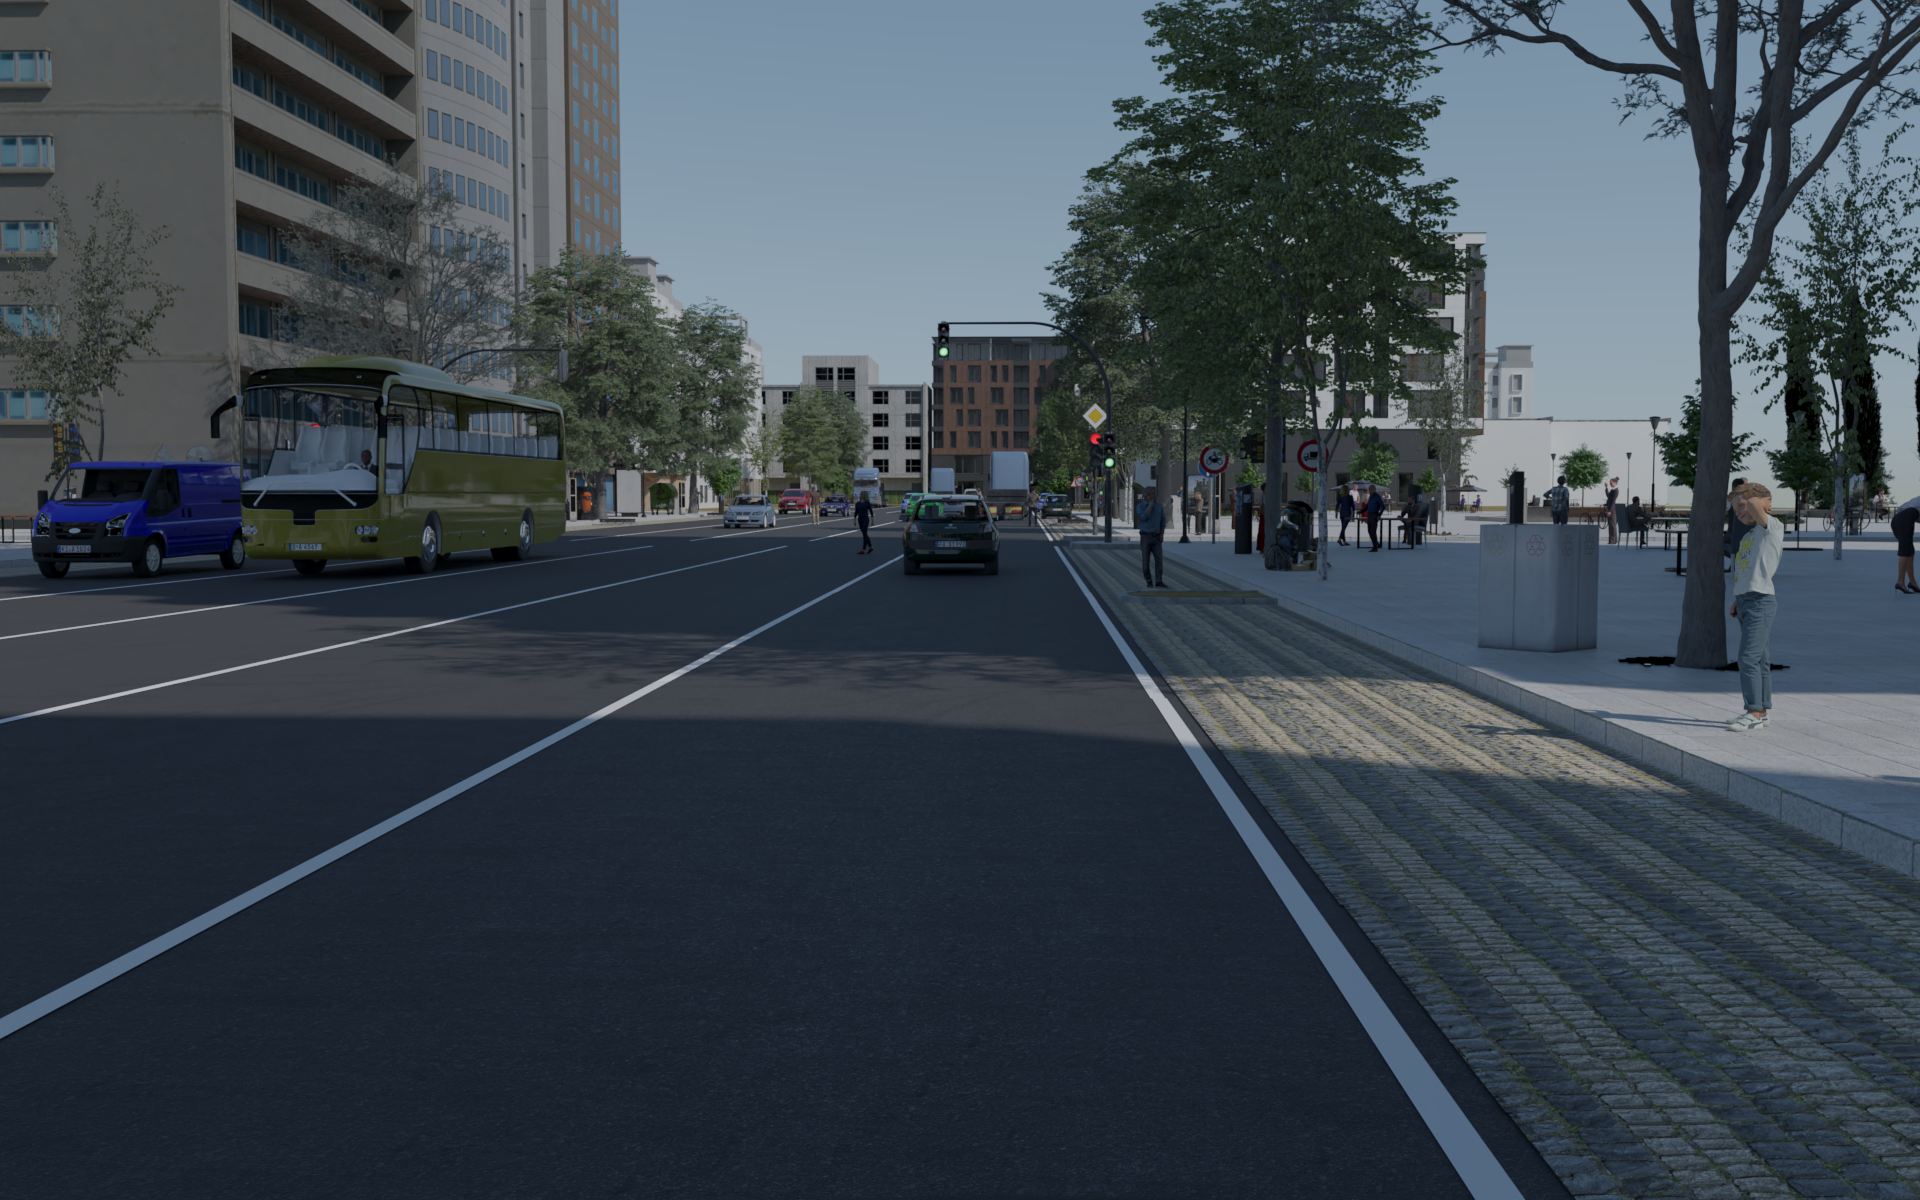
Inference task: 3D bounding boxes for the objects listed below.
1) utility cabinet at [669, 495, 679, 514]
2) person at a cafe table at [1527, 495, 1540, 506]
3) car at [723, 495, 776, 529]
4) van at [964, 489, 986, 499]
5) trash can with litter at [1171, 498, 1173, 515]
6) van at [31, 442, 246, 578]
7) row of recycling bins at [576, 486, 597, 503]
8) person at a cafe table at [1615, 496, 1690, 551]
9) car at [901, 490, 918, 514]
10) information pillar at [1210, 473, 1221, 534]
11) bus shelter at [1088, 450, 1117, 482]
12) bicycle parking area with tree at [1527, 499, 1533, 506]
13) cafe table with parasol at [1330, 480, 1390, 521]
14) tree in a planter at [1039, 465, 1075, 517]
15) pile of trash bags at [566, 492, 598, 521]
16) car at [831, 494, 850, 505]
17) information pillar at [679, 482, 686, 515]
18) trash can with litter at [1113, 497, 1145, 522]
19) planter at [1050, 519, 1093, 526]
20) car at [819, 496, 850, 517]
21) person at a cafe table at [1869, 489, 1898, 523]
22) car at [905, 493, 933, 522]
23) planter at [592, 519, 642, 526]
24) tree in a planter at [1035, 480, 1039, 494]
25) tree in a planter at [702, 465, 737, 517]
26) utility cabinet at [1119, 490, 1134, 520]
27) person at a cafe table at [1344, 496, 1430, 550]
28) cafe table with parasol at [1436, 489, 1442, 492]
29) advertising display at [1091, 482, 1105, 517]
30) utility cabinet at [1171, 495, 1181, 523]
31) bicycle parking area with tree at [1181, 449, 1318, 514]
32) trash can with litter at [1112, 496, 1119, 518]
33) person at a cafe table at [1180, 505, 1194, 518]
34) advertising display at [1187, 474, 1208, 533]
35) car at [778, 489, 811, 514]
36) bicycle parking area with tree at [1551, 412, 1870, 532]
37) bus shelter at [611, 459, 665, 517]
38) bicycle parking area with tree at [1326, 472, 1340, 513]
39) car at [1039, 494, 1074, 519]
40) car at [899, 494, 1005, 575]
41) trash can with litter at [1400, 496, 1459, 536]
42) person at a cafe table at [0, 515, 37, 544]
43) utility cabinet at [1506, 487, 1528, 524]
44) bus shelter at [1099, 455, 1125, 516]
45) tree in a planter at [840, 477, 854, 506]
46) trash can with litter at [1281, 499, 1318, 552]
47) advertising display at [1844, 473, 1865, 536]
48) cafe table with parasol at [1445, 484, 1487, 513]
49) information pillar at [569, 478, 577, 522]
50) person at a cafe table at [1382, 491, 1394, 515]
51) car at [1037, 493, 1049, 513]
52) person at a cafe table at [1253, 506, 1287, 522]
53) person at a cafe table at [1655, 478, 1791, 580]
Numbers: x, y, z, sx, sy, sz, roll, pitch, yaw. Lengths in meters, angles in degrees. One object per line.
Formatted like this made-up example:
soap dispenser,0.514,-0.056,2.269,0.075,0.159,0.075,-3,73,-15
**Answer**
utility cabinet,-17.979,-6.039,109.903,1.020,1.237,0.306,-2,4,-24
person at a cafe table,36.873,-6.200,112.233,1.698,1.238,1.726,-1,4,-20
car,-8.892,-3.759,73.455,2.014,1.417,4.499,0,4,2
van,1.104,-8.352,143.568,2.013,2.044,4.112,0,4,3
trash can with litter,8.501,-3.684,71.622,0.624,1.170,1.055,0,4,4
van,-14.697,-1.650,31.364,2.240,2.365,5.245,0,4,1
row of recycling bins,-19.451,-5.049,89.665,1.069,1.692,3.534,0,4,-2
person at a cafe table,15.945,-1.771,39.814,1.726,1.238,1.698,-1,4,-9
car,-3.379,-7.231,127.816,1.945,1.707,3.694,0,4,4
information pillar,8.228,-3.139,55.817,0.304,2.012,0.304,0,4,4
bus shelter,9.439,-8.246,112.461,2.179,5.291,8.768,0,4,2
bicycle parking area with tree,44.050,-8.185,120.832,9.016,4.147,8.231,-3,5,-39
cafe table with parasol,19.978,-5.062,87.628,2.610,1.966,2.610,3,5,42
tree in a planter,6.048,-6.688,106.563,1.991,3.239,1.994,0,4,2
pile of trash bags,-18.519,-4.545,84.056,1.912,1.369,3.447,-2,4,-29
car,-10.559,-8.553,149.626,2.009,1.686,4.222,0,4,3
information pillar,-17.077,-6.236,106.445,0.304,2.012,0.304,-3,5,-39
trash can with litter,8.223,-4.234,80.277,2.233,1.210,1.678,1,4,13
planter,5.063,-3.504,78.429,1.991,0.319,1.994,0,4,2
car,-8.015,-6.011,110.863,1.945,1.354,3.894,0,4,2
person at a cafe table,41.167,-4.186,76.950,1.698,1.524,1.622,-1,4,-16
car,-1.822,-4.958,89.859,1.959,1.807,4.718,0,4,3
planter,-15.648,-3.562,79.378,1.991,0.319,1.994,0,4,2
tree in a planter,7.759,-9.687,155.608,1.991,3.239,1.994,0,4,2
tree in a planter,-14.698,-6.666,106.216,1.991,3.239,1.994,0,4,2
utility cabinet,8.320,-4.618,84.180,1.173,1.500,0.318,3,5,41
person at a cafe table,10.274,-1.825,40.707,1.726,1.238,1.698,-2,4,-30
cafe table with parasol,35.661,-7.356,125.129,2.610,1.966,2.610,0,4,4
advertising display,7.629,-5.548,95.930,0.123,1.923,0.974,-3,4,-39
utility cabinet,9.467,-4.011,76.745,0.306,1.237,1.020,2,4,29
bicycle parking area with tree,16.858,-7.662,112.276,8.231,4.147,9.016,-3,4,-36
trash can with litter,8.273,-4.944,92.223,0.624,1.170,1.055,0,4,7
person at a cafe table,12.341,-5.112,92.089,1.698,1.524,1.622,1,4,17
advertising display,7.884,-3.147,56.662,0.974,1.923,0.123,2,4,32
car,-11.813,-7.060,124.102,2.281,1.827,5.304,0,4,1
bicycle parking area with tree,27.478,-4.593,62.099,9.016,4.147,8.231,-2,4,-28
bus shelter,-18.428,-6.434,99.124,2.014,3.302,5.546,0,4,2
bicycle parking area with tree,23.281,-8.251,121.899,8.231,4.147,9.016,3,4,37
car,5.565,-5.515,99.953,2.009,1.686,4.222,0,4,2
car,-0.152,-1.368,32.154,2.009,1.686,4.222,0,4,0
trash can with litter,14.757,-2.616,53.832,1.678,1.210,2.233,0,4,-4
person at a cafe table,-25.241,-2.101,45.214,1.698,1.238,1.726,3,4,37
utility cabinet,16.998,-2.702,52.855,0.318,1.500,1.173,0,4,2
bus shelter,9.002,-6.929,104.570,1.731,3.624,6.357,0,4,2
tree in a planter,-11.972,-11.478,184.883,1.991,3.239,1.994,0,4,2
trash can with litter,7.661,-1.664,38.600,0.624,1.170,1.055,3,5,42
advertising display,27.737,-2.965,53.698,0.974,1.923,0.123,-3,4,-36
cafe table with parasol,34.090,-6.807,116.154,2.610,1.966,2.610,0,4,4
information pillar,-17.932,-4.636,80.282,0.304,2.012,0.304,-1,4,-10
person at a cafe table,25.657,-5.971,106.137,1.622,1.524,1.698,0,4,6
car,6.778,-7.617,134.133,1.945,1.707,3.694,0,4,1
person at a cafe table,14.228,-4.210,79.690,1.698,1.238,1.726,0,4,0
person at a cafe table,11.774,-1.100,26.503,1.698,1.524,1.622,0,4,4
